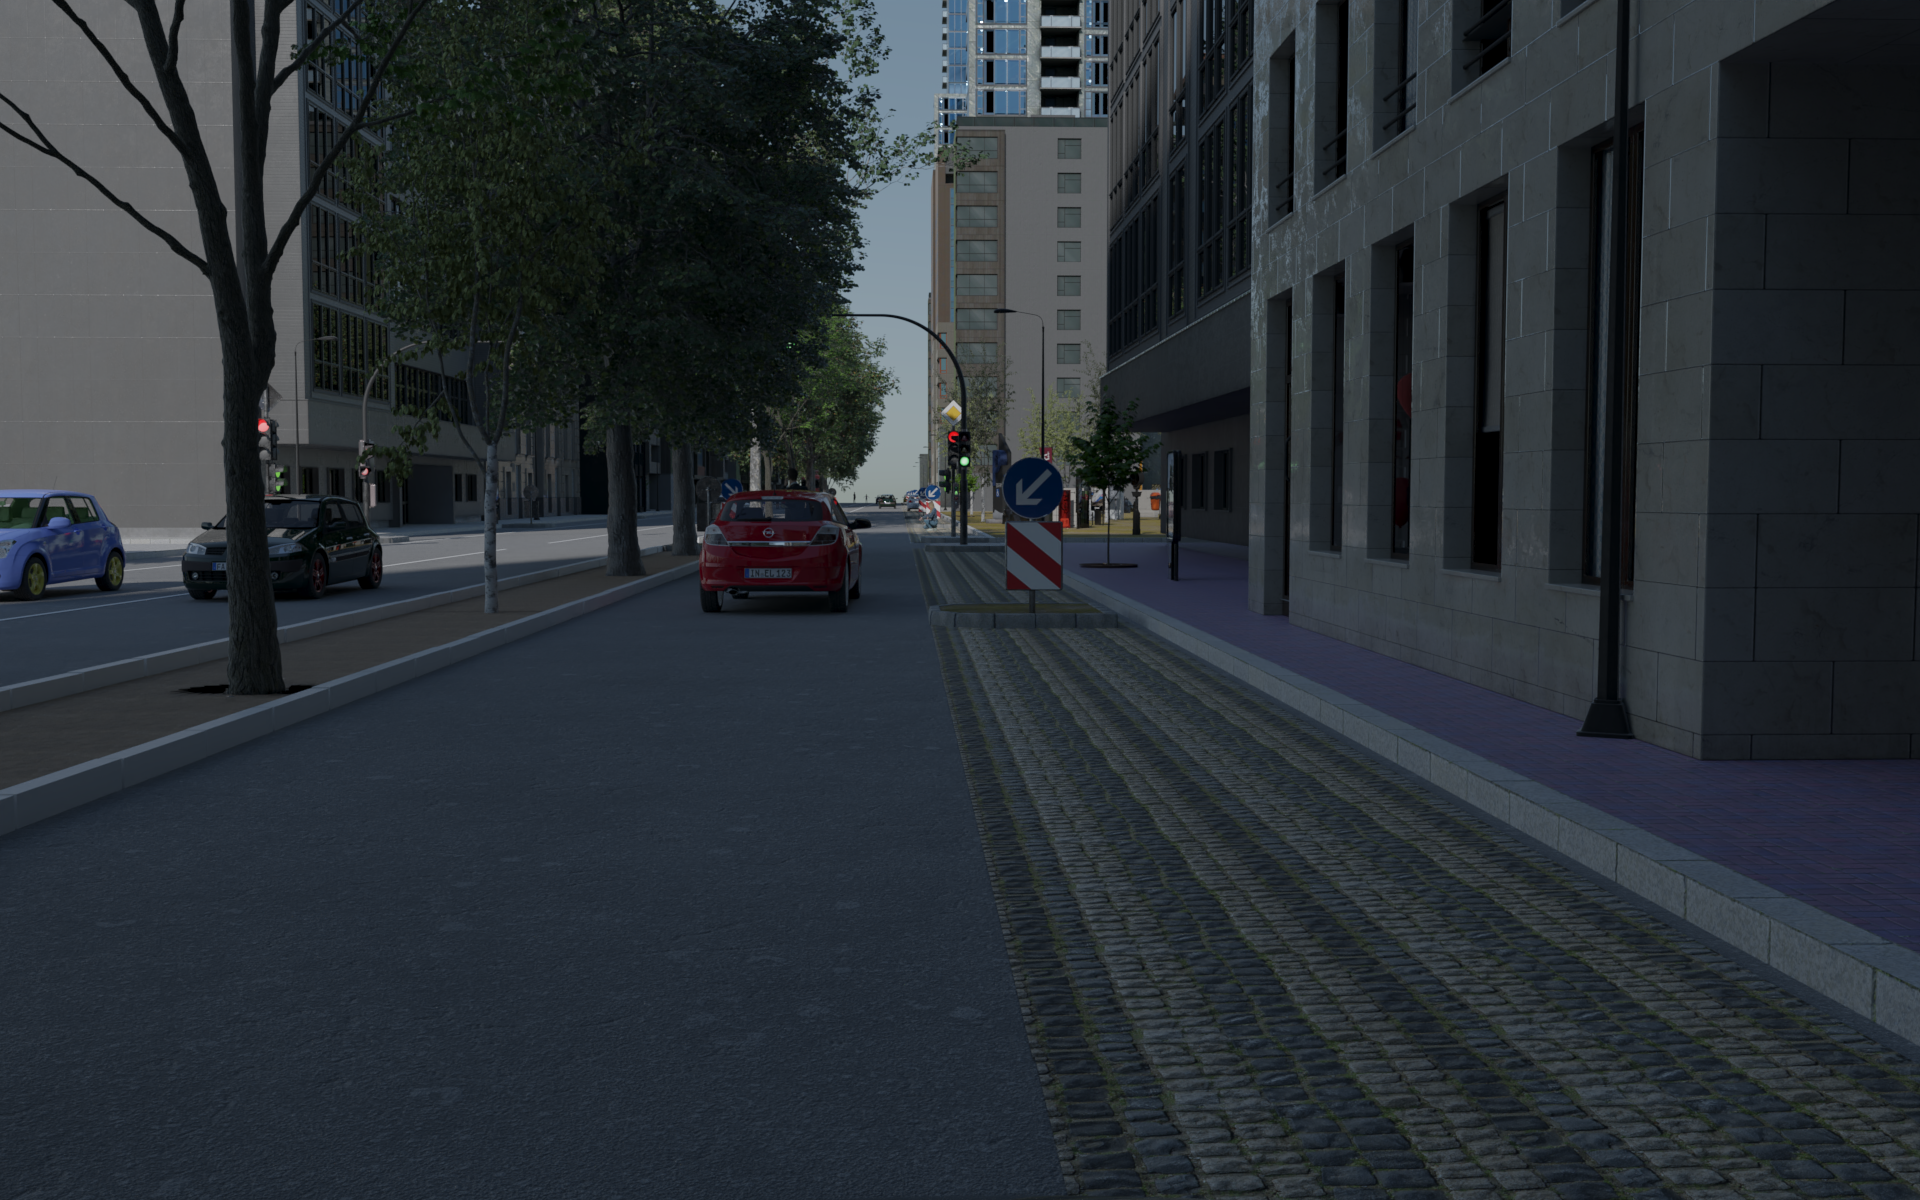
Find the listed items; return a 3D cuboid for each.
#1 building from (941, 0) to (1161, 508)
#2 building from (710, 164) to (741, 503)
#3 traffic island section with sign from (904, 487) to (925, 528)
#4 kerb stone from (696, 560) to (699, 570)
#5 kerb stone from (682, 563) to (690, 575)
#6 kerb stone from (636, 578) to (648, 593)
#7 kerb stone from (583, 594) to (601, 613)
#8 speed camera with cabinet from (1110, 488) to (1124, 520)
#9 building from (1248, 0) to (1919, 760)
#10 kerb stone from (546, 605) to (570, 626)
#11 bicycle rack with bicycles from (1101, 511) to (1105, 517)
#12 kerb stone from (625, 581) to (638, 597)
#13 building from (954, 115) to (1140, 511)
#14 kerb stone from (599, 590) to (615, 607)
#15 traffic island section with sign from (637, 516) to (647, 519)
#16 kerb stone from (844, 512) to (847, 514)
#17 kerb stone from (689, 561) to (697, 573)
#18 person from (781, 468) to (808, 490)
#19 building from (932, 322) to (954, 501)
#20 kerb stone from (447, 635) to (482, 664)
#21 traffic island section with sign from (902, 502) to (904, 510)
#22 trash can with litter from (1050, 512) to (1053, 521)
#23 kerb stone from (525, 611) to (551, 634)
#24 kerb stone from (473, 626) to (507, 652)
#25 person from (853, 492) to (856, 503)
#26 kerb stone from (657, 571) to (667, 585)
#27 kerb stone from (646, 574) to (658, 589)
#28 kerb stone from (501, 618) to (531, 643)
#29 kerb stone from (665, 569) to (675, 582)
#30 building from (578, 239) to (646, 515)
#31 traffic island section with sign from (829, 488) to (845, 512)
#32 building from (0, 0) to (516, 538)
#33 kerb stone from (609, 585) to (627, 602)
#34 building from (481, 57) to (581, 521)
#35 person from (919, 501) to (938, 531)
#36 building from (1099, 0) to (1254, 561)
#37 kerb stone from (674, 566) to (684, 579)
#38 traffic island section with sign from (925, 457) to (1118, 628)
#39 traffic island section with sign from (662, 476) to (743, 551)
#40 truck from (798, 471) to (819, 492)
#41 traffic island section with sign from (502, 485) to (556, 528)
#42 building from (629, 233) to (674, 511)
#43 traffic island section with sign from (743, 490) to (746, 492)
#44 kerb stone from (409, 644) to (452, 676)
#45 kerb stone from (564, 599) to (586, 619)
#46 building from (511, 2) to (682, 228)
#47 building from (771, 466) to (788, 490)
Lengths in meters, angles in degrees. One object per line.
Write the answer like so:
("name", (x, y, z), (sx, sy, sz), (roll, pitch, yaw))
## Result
("building", (9.476, -51.636, 156.921), (22.319, 86.520, 31.000), (0, 4, -2))
("building", (-31.854, -30.957, 189.736), (14.154, 41.232, 14.086), (0, 4, -2))
("traffic island section with sign", (-1.268, -3.980, 73.703), (1.989, 1.847, 2.006), (0, 4, -2))
("kerb stone", (-4.993, -0.627, 32.513), (0.120, 0.150, 1.000), (0, 4, -2))
("kerb stone", (-4.908, -0.506, 30.465), (0.120, 0.150, 1.000), (0, 4, -2))
("kerb stone", (-4.726, -0.192, 25.327), (0.120, 0.150, 1.000), (0, 4, -2))
("kerb stone", (-4.576, 0.060, 21.227), (0.120, 0.150, 1.000), (0, 4, -2))
("speed camera with cabinet", (7.763, -5.648, 86.682), (0.660, 3.252, 2.038), (1, 4, 15))
("building", (8.662, -9.512, 10.275), (10.420, 20.320, 16.860), (0, 4, -2))
("kerb stone", (-4.506, 0.186, 19.168), (0.120, 0.150, 1.000), (0, 4, -2))
("bicycle rack with bicycles", (7.032, -4.986, 94.900), (2.852, 0.926, 2.925), (-2, 4, -35))
("kerb stone", (-4.692, -0.127, 24.297), (0.120, 0.150, 1.000), (0, 4, -2))
("building", (6.466, -22.281, 136.000), (14.160, 30.474, 14.107), (0, 4, -2))
("kerb stone", (-4.615, 0.002, 22.253), (0.120, 0.150, 1.000), (0, 4, -2))
("traffic island section with sign", (-19.371, -5.662, 101.205), (1.989, 1.847, 2.006), (0, 4, -2))
("kerb stone", (-8.259, -6.303, 125.262), (0.120, 0.150, 1.000), (0, 4, -2))
("kerb stone", (-4.943, -0.569, 31.492), (0.120, 0.150, 1.000), (0, 4, -2))
("person", (-2.998, -1.434, 31.308), (0.474, 1.900, 0.648), (2, 4, 28))
("building", (11.057, -21.062, 189.403), (27.650, 21.520, 28.899), (0, 4, -2))
("kerb stone", (-4.364, 0.441, 15.072), (0.120, 0.150, 1.000), (0, 4, -2))
("traffic island section with sign", (-2.226, -5.628, 100.641), (1.989, 1.847, 2.006), (0, 4, -2))
("trash can with litter", (3.587, -3.409, 67.120), (1.055, 1.170, 0.624), (0, 4, -3))
("kerb stone", (-4.470, 0.249, 18.142), (0.120, 0.150, 1.000), (0, 4, -2))
("kerb stone", (-4.404, 0.375, 16.095), (0.120, 0.150, 1.000), (0, 4, -2))
("person", (-16.451, -16.068, 271.740), (0.617, 1.759, 0.750), (-3, 5, -40))
("kerb stone", (-4.802, -0.316, 27.372), (0.120, 0.150, 1.000), (0, 4, -2))
("kerb stone", (-4.761, -0.254, 26.351), (0.120, 0.150, 1.000), (0, 4, -2))
("kerb stone", (-4.429, 0.310, 17.120), (0.120, 0.150, 1.000), (0, 4, -2))
("kerb stone", (-4.841, -0.380, 28.408), (0.120, 0.150, 1.000), (0, 4, -2))
("building", (-28.171, -17.409, 114.320), (12.332, 23.373, 15.834), (0, 4, -2))
("traffic island section with sign", (-9.374, -7.240, 126.507), (2.006, 1.907, 1.989), (0, 4, -2))
("building", (-27.157, -15.045, 65.044), (14.314, 24.678, 30.058), (0, 4, -2))
("kerb stone", (-4.655, -0.066, 23.276), (0.120, 0.150, 1.000), (0, 4, -2))
("building", (-28.477, -18.107, 93.305), (12.463, 27.353, 25.104), (0, 4, -2))
("person", (-1.202, -3.276, 67.564), (0.738, 1.151, 1.012), (0, 4, -4))
("building", (10.924, -14.525, 30.991), (14.314, 27.812, 24.014), (0, 4, -2))
("kerb stone", (-4.862, -0.442, 29.432), (0.120, 0.150, 1.000), (0, 4, -2))
("traffic island section with sign", (0.650, -0.653, 19.304), (1.989, 1.847, 2.006), (0, 4, -2))
("traffic island section with sign", (-6.454, -2.194, 44.013), (2.006, 1.907, 1.989), (0, 4, -2))
("truck", (-14.786, -11.400, 175.308), (2.839, 4.237, 11.283), (0, 4, -3))
("traffic island section with sign", (-18.407, -4.006, 74.124), (1.989, 1.847, 2.006), (0, 4, -2))
("building", (-29.662, -22.096, 132.965), (14.160, 30.474, 14.107), (0, 4, -2))
("traffic island section with sign", (-22.107, -10.378, 178.312), (1.989, 1.847, 2.006), (0, 4, -2))
("kerb stone", (-4.331, 0.498, 14.049), (0.120, 0.150, 1.000), (0, 4, -2))
("kerb stone", (-4.546, 0.123, 20.189), (0.120, 0.150, 1.000), (0, 4, -2))
("building", (-31.275, -30.366, 146.591), (14.600, 45.320, 14.200), (0, 4, -2))
("building", (-34.881, -30.806, 275.379), (14.160, 30.474, 14.107), (0, 4, -2))
